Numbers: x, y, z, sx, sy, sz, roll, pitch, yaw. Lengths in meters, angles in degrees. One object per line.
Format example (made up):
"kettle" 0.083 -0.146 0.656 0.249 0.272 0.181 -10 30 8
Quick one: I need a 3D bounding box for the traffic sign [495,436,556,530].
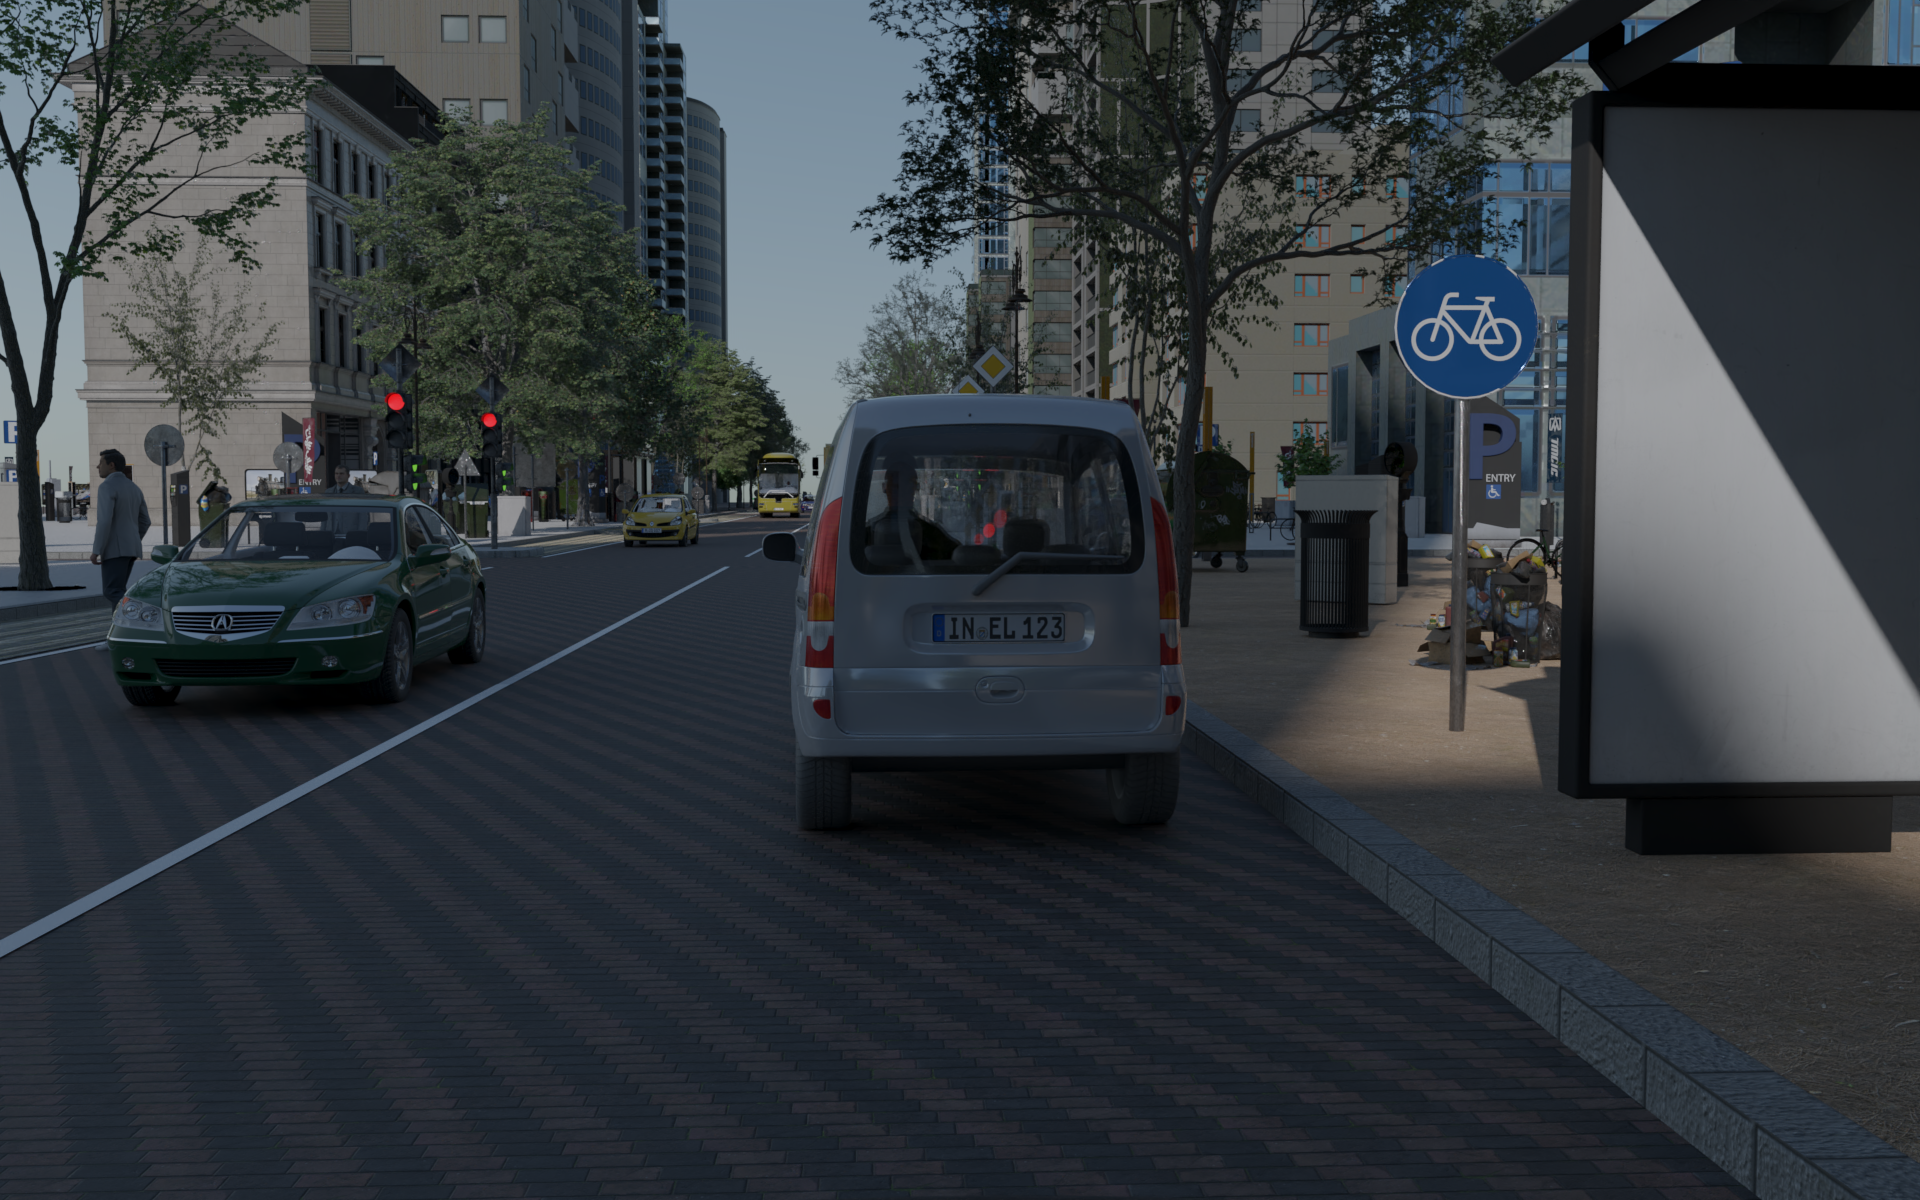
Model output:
"traffic sign" -15.388 -4.109 61.052 2.265 3.308 0.079 0 4 1

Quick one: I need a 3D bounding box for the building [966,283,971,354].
"building" 7.731 -28.509 237.820 14.160 30.474 14.107 0 4 -3

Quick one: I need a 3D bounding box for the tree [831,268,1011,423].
"tree" -2.151 -11.305 95.201 12.009 13.543 11.850 0 3 0

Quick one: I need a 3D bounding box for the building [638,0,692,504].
"building" -45.576 -55.661 222.721 22.319 86.520 31.000 0 4 -3

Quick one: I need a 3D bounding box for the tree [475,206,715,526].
"tree" -15.005 -9.291 68.913 9.611 12.733 9.660 0 3 0

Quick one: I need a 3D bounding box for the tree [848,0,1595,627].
"tree" 2.390 -5.009 16.308 7.601 10.594 8.767 1 4 20

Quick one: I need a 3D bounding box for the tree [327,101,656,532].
"tree" -14.728 -9.099 55.421 9.857 13.997 8.962 0 3 0

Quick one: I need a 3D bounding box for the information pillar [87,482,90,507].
"information pillar" -55.128 -6.444 109.853 0.304 2.012 0.304 -3 5 -45

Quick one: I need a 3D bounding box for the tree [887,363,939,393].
"tree" -4.109 -14.127 147.990 9.611 12.733 9.660 0 3 0

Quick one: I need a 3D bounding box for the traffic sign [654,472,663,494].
"traffic sign" -18.128 -6.307 103.121 0.884 2.594 0.081 0 4 3

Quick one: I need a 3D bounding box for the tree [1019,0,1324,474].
"tree" 2.804 -4.512 24.138 4.360 8.622 3.978 0 3 0

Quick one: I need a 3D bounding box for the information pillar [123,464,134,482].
"information pillar" -20.388 -2.318 42.387 0.304 2.012 0.304 -3 4 -36

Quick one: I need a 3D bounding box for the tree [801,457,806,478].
"tree" -25.582 -19.202 264.313 4.737 8.622 4.395 0 3 0

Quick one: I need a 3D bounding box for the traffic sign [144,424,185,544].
"traffic sign" -14.501 -1.924 31.569 0.768 2.556 0.104 0 4 5

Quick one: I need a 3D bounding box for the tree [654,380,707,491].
"tree" -17.336 -9.535 106.257 4.360 8.622 3.978 0 3 0

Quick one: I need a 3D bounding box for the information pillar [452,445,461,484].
"information pillar" -23.883 -5.555 82.183 0.183 3.616 0.504 2 4 26

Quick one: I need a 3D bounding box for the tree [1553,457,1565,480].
"tree" 16.578 -3.102 45.324 1.663 3.219 1.824 0 3 0

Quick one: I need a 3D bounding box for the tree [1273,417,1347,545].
"tree" 8.626 -2.995 43.570 1.663 3.219 1.824 0 3 0

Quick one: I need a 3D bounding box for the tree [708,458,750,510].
"tree" -18.305 -9.348 136.554 4.285 4.588 4.351 0 3 0

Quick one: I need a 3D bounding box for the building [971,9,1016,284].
"building" 10.550 -57.868 258.807 22.319 86.520 31.000 0 4 -3

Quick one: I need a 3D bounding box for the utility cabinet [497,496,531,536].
"utility cabinet" -13.671 -2.568 53.152 1.020 1.237 0.306 1 4 20

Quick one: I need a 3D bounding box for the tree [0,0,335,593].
"tree" -12.352 -5.942 22.904 9.928 11.665 9.643 0 3 0

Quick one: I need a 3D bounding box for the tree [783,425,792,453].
"tree" -20.474 -15.562 172.571 7.486 12.596 7.792 0 3 0

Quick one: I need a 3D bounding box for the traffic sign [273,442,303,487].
"traffic sign" -16.357 -2.574 42.198 0.768 2.556 0.104 0 4 2

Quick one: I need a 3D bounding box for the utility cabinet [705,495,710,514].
"utility cabinet" -16.555 -6.258 113.476 0.306 1.237 1.020 -1 4 -10

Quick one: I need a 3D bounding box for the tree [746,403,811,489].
"tree" -22.954 -18.046 212.051 9.611 12.733 9.660 0 3 0

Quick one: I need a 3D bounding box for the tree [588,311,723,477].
"tree" -17.074 -10.372 95.339 9.928 11.665 9.643 0 3 0

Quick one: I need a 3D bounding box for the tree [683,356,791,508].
"tree" -20.431 -15.444 159.170 9.857 13.997 8.962 0 3 0

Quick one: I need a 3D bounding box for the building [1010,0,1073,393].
"building" 19.833 -35.392 167.894 28.713 52.752 27.495 0 4 -3

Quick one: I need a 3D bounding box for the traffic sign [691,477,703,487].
"traffic sign" -17.236 -6.878 113.640 0.795 2.450 0.064 0 4 4

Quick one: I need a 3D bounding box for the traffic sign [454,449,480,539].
"traffic sign" -14.216 -3.044 49.768 0.884 2.594 0.081 0 4 4

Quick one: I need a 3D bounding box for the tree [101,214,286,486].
"tree" -20.621 -5.879 46.489 4.360 8.622 3.978 0 3 0

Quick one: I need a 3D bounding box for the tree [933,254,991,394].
"tree" 0.976 -6.299 53.350 4.360 8.622 3.978 0 3 0

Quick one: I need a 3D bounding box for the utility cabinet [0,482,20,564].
"utility cabinet" -17.423 -1.401 31.590 1.173 1.500 0.318 -2 4 -25

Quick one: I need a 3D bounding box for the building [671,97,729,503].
"building" -45.630 -43.502 253.249 21.231 58.520 28.212 0 4 -3

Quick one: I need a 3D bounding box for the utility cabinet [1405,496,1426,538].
"utility cabinet" 13.161 -2.424 50.801 0.306 1.237 1.020 -2 4 -34

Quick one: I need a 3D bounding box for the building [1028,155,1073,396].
"building" 12.566 -22.930 146.610 14.160 30.474 14.107 0 4 -3

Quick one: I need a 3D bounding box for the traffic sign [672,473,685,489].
"traffic sign" -16.628 -6.261 102.474 0.768 2.556 0.104 0 4 -1

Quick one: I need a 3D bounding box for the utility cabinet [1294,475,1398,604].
"utility cabinet" 4.540 -0.715 20.365 1.173 1.500 0.318 3 5 40

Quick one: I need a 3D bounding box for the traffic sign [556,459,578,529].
"traffic sign" -14.303 -3.850 63.060 0.768 2.556 0.104 0 4 -2

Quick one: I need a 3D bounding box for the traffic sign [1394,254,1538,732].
"traffic sign" 2.691 -0.563 9.305 0.768 2.556 0.104 0 4 0

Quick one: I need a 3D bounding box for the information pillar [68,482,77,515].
"information pillar" -53.310 -6.086 103.994 0.304 2.012 0.304 1 4 14

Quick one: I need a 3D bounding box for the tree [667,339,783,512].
"tree" -17.595 -12.758 126.726 7.486 12.596 7.792 0 3 0

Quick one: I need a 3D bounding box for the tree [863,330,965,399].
"tree" -2.570 -11.173 108.427 9.928 11.665 9.643 0 3 0

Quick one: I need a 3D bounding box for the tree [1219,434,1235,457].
"tree" 7.749 -3.471 51.355 1.663 3.219 1.824 0 3 0

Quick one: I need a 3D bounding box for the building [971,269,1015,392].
"building" 9.270 -27.621 223.300 14.160 30.474 14.107 0 4 -3

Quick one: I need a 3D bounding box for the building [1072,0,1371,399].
"building" 17.550 -42.204 128.285 20.563 71.187 20.611 0 4 -3
